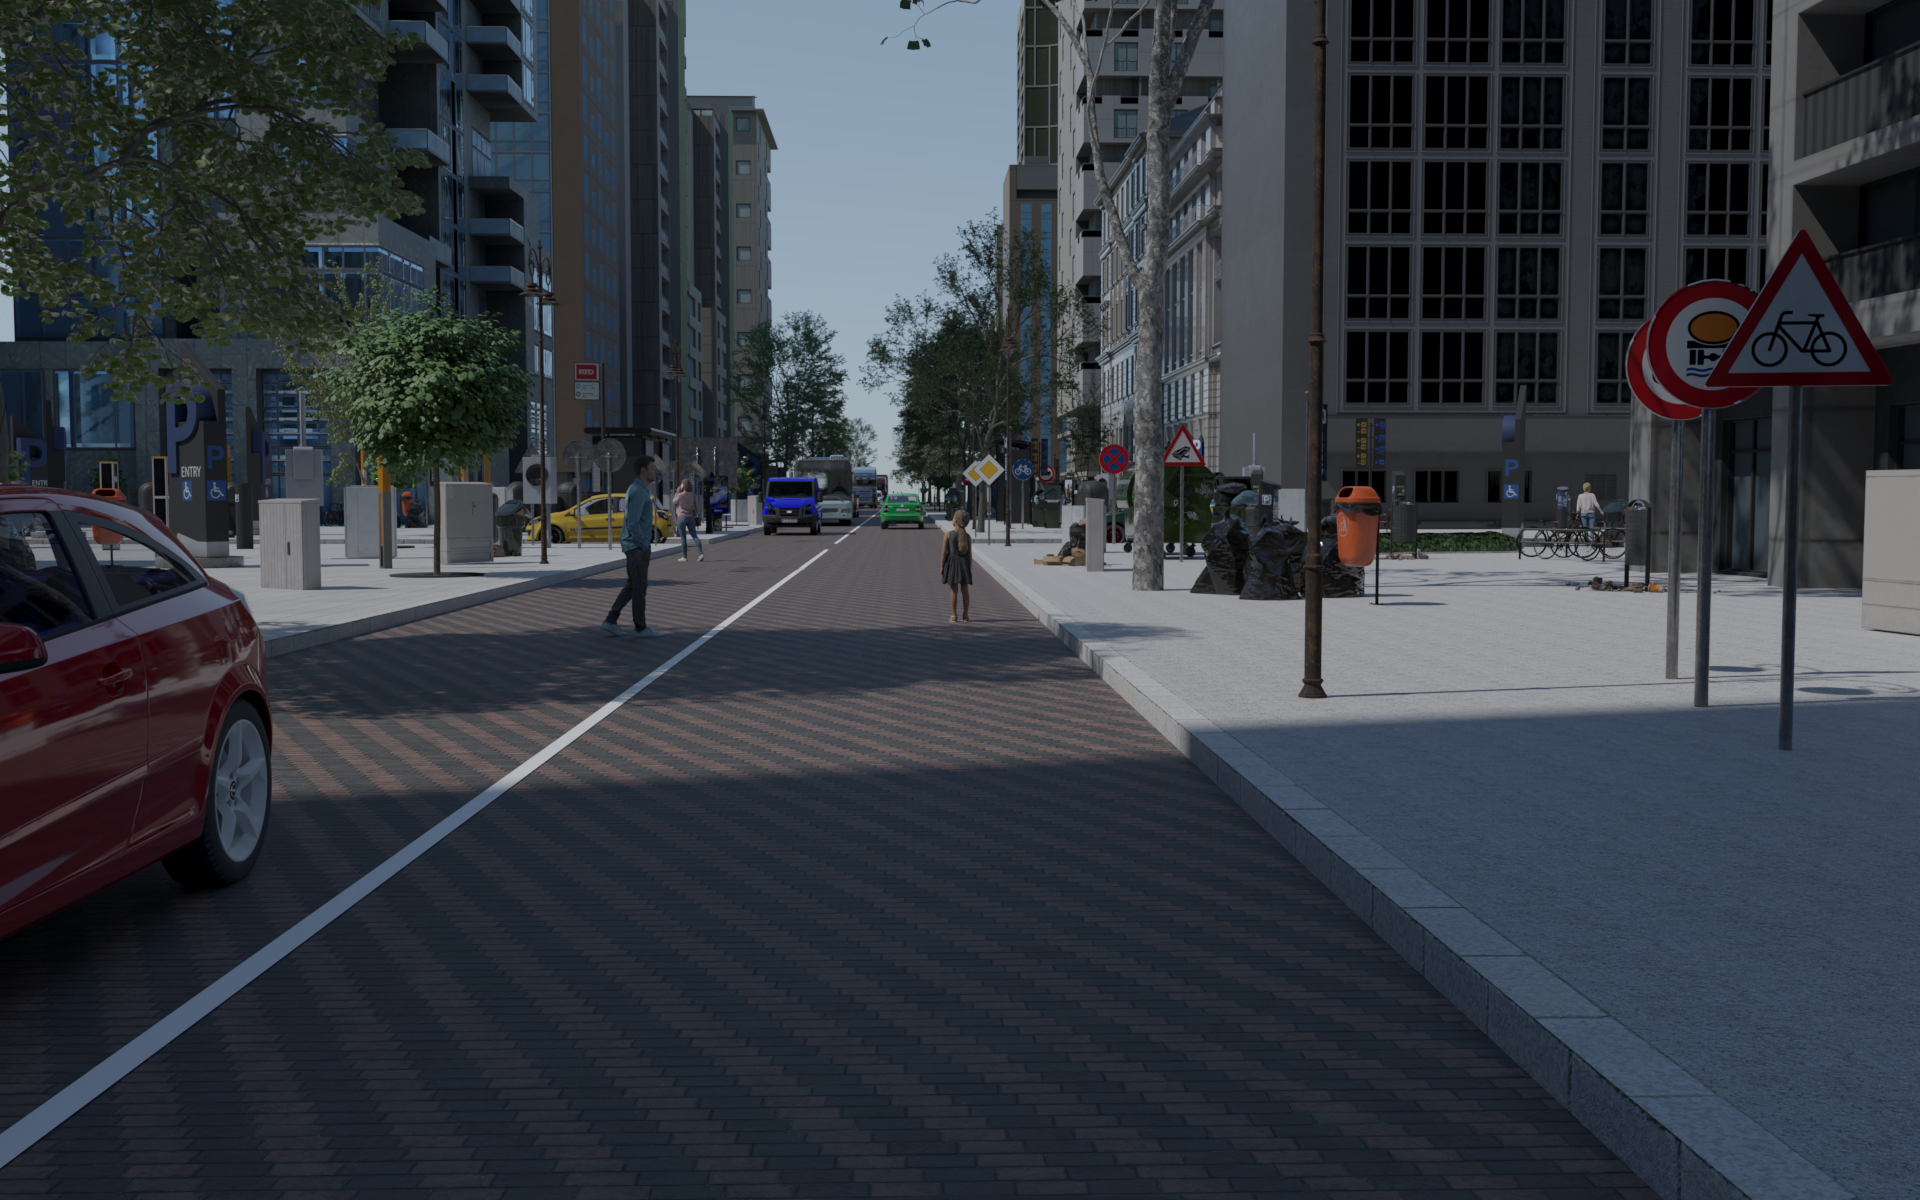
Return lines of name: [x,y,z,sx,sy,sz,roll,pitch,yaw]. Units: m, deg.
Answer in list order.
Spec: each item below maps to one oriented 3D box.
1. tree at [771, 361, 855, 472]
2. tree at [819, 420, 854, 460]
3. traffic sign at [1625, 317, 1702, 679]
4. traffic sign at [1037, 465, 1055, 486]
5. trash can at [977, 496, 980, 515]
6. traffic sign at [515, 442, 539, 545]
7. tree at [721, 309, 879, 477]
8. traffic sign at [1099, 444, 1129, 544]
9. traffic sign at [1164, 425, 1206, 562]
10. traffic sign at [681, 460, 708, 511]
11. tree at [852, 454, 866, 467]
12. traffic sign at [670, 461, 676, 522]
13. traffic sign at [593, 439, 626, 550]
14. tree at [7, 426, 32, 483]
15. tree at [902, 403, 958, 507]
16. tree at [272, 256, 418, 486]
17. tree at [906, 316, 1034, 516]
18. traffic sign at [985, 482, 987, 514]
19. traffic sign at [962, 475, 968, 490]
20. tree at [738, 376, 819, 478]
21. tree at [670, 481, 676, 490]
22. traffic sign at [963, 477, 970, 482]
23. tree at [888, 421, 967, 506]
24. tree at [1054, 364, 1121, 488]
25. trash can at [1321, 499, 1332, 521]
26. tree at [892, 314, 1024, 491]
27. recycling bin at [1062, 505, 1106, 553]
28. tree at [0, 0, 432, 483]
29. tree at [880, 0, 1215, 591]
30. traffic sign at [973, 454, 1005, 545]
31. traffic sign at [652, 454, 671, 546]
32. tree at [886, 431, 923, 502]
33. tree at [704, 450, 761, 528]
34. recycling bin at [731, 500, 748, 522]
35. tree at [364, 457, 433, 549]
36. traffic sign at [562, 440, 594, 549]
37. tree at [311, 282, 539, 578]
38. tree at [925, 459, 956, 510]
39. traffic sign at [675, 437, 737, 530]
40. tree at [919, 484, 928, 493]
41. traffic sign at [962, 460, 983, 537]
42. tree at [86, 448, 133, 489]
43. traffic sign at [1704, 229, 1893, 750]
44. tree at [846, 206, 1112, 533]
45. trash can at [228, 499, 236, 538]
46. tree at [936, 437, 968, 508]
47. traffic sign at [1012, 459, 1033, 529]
tree: [-12.546,-13.902,145.423,7.486,12.596,7.792,0,3,0]
tree: [-11.657,-12.465,154.167,4.360,8.622,3.978,0,3,0]
traffic sign: [4.940,-0.724,11.945,0.768,2.556,0.104,0,4,1]
traffic sign: [3.723,-4.586,75.089,0.768,2.556,0.104,0,4,5]
trash can: [0.915,-5.563,102.605,0.748,1.137,0.748,0,3,0]
traffic sign: [-10.746,-2.662,43.528,0.884,2.594,0.081,0,4,-1]
tree: [-9.719,-10.459,96.758,9.928,11.665,9.643,0,3,0]
traffic sign: [3.943,-2.704,44.322,0.768,2.556,0.104,0,4,8]
traffic sign: [4.170,-1.991,32.559,0.884,2.594,0.081,0,4,-1]
traffic sign: [-7.827,-2.898,51.025,0.795,2.450,0.064,0,4,-2]
tree: [-16.840,-20.415,284.141,4.737,8.622,4.395,0,3,0]
traffic sign: [-10.878,-4.024,65.897,0.768,2.556,0.104,0,4,8]
traffic sign: [-8.054,-2.428,39.799,0.768,2.556,0.104,0,4,4]
tree: [-22.901,-2.841,41.056,1.663,3.219,1.824,0,3,0]
tree: [-2.513,-15.896,178.027,7.486,12.596,7.792,0,3,0]
tree: [-18.518,-6.274,52.945,4.737,8.622,4.395,0,3,0]
tree: [0.459,-10.649,99.864,9.928,11.665,9.643,0,3,0]
traffic sign: [1.372,-5.790,94.773,0.768,2.556,0.104,0,4,0]
traffic sign: [0.494,-6.571,107.535,0.768,2.556,0.104,0,4,1]
tree: [-11.441,-9.545,106.417,4.360,8.622,3.978,0,3,0]
tree: [-18.927,-7.374,115.170,1.663,3.219,1.824,0,3,0]
traffic sign: [0.570,-4.520,73.902,0.884,2.594,0.081,0,4,3]
tree: [-3.290,-16.937,193.924,9.611,12.733,9.660,0,3,0]
tree: [7.148,-9.103,99.193,4.360,8.622,3.978,0,3,0]
trash can: [11.480,-2.656,55.081,0.748,1.137,0.748,0,3,0]
tree: [-0.195,-12.885,117.319,9.857,13.997,8.962,0,3,0]
recycling bin: [2.722,-1.555,37.975,0.722,1.027,0.722,-3,5,-40]
tree: [-8.099,-5.816,13.213,7.486,12.596,7.792,0,3,0]
tree: [3.564,-10.253,23.527,12.611,20.169,13.585,0,3,0]
traffic sign: [0.724,-2.425,43.294,0.795,2.450,0.064,0,4,-2]
traffic sign: [-7.566,-2.410,43.045,0.795,2.450,0.064,0,4,-2]
tree: [-5.211,-20.055,238.272,12.009,13.543,11.850,0,3,0]
tree: [-9.069,-4.590,69.646,1.663,3.219,1.824,0,3,0]
recycling bin: [-10.114,-4.105,79.676,0.722,1.027,0.722,-1,4,-20]
tree: [-13.483,-2.834,40.945,1.663,3.219,1.824,0,3,0]
traffic sign: [-8.947,-2.479,40.635,0.768,2.556,0.104,0,4,2]
tree: [-8.268,-2.646,26.979,4.285,4.588,4.351,0,3,0]
tree: [-1.225,-9.734,142.871,4.285,4.588,4.351,0,3,0]
traffic sign: [-9.093,-4.172,62.079,2.265,3.308,0.079,0,4,7]
tree: [-5.905,-17.659,283.318,1.663,3.219,1.824,0,3,0]
traffic sign: [0.464,-2.913,51.275,0.795,2.450,0.064,0,4,-2]
tree: [-34.537,-4.652,70.667,1.663,3.219,1.824,0,3,0]
traffic sign: [4.141,-0.527,8.617,0.884,2.594,0.081,0,4,7]
tree: [0.660,-7.496,56.979,8.767,10.594,7.601,0,4,1]
trash can: [-21.532,-2.395,50.819,0.748,1.137,0.748,0,3,0]
tree: [-1.153,-12.615,156.623,4.360,8.622,3.978,0,3,0]
traffic sign: [2.291,-3.857,63.165,0.768,2.556,0.104,0,4,-2]
